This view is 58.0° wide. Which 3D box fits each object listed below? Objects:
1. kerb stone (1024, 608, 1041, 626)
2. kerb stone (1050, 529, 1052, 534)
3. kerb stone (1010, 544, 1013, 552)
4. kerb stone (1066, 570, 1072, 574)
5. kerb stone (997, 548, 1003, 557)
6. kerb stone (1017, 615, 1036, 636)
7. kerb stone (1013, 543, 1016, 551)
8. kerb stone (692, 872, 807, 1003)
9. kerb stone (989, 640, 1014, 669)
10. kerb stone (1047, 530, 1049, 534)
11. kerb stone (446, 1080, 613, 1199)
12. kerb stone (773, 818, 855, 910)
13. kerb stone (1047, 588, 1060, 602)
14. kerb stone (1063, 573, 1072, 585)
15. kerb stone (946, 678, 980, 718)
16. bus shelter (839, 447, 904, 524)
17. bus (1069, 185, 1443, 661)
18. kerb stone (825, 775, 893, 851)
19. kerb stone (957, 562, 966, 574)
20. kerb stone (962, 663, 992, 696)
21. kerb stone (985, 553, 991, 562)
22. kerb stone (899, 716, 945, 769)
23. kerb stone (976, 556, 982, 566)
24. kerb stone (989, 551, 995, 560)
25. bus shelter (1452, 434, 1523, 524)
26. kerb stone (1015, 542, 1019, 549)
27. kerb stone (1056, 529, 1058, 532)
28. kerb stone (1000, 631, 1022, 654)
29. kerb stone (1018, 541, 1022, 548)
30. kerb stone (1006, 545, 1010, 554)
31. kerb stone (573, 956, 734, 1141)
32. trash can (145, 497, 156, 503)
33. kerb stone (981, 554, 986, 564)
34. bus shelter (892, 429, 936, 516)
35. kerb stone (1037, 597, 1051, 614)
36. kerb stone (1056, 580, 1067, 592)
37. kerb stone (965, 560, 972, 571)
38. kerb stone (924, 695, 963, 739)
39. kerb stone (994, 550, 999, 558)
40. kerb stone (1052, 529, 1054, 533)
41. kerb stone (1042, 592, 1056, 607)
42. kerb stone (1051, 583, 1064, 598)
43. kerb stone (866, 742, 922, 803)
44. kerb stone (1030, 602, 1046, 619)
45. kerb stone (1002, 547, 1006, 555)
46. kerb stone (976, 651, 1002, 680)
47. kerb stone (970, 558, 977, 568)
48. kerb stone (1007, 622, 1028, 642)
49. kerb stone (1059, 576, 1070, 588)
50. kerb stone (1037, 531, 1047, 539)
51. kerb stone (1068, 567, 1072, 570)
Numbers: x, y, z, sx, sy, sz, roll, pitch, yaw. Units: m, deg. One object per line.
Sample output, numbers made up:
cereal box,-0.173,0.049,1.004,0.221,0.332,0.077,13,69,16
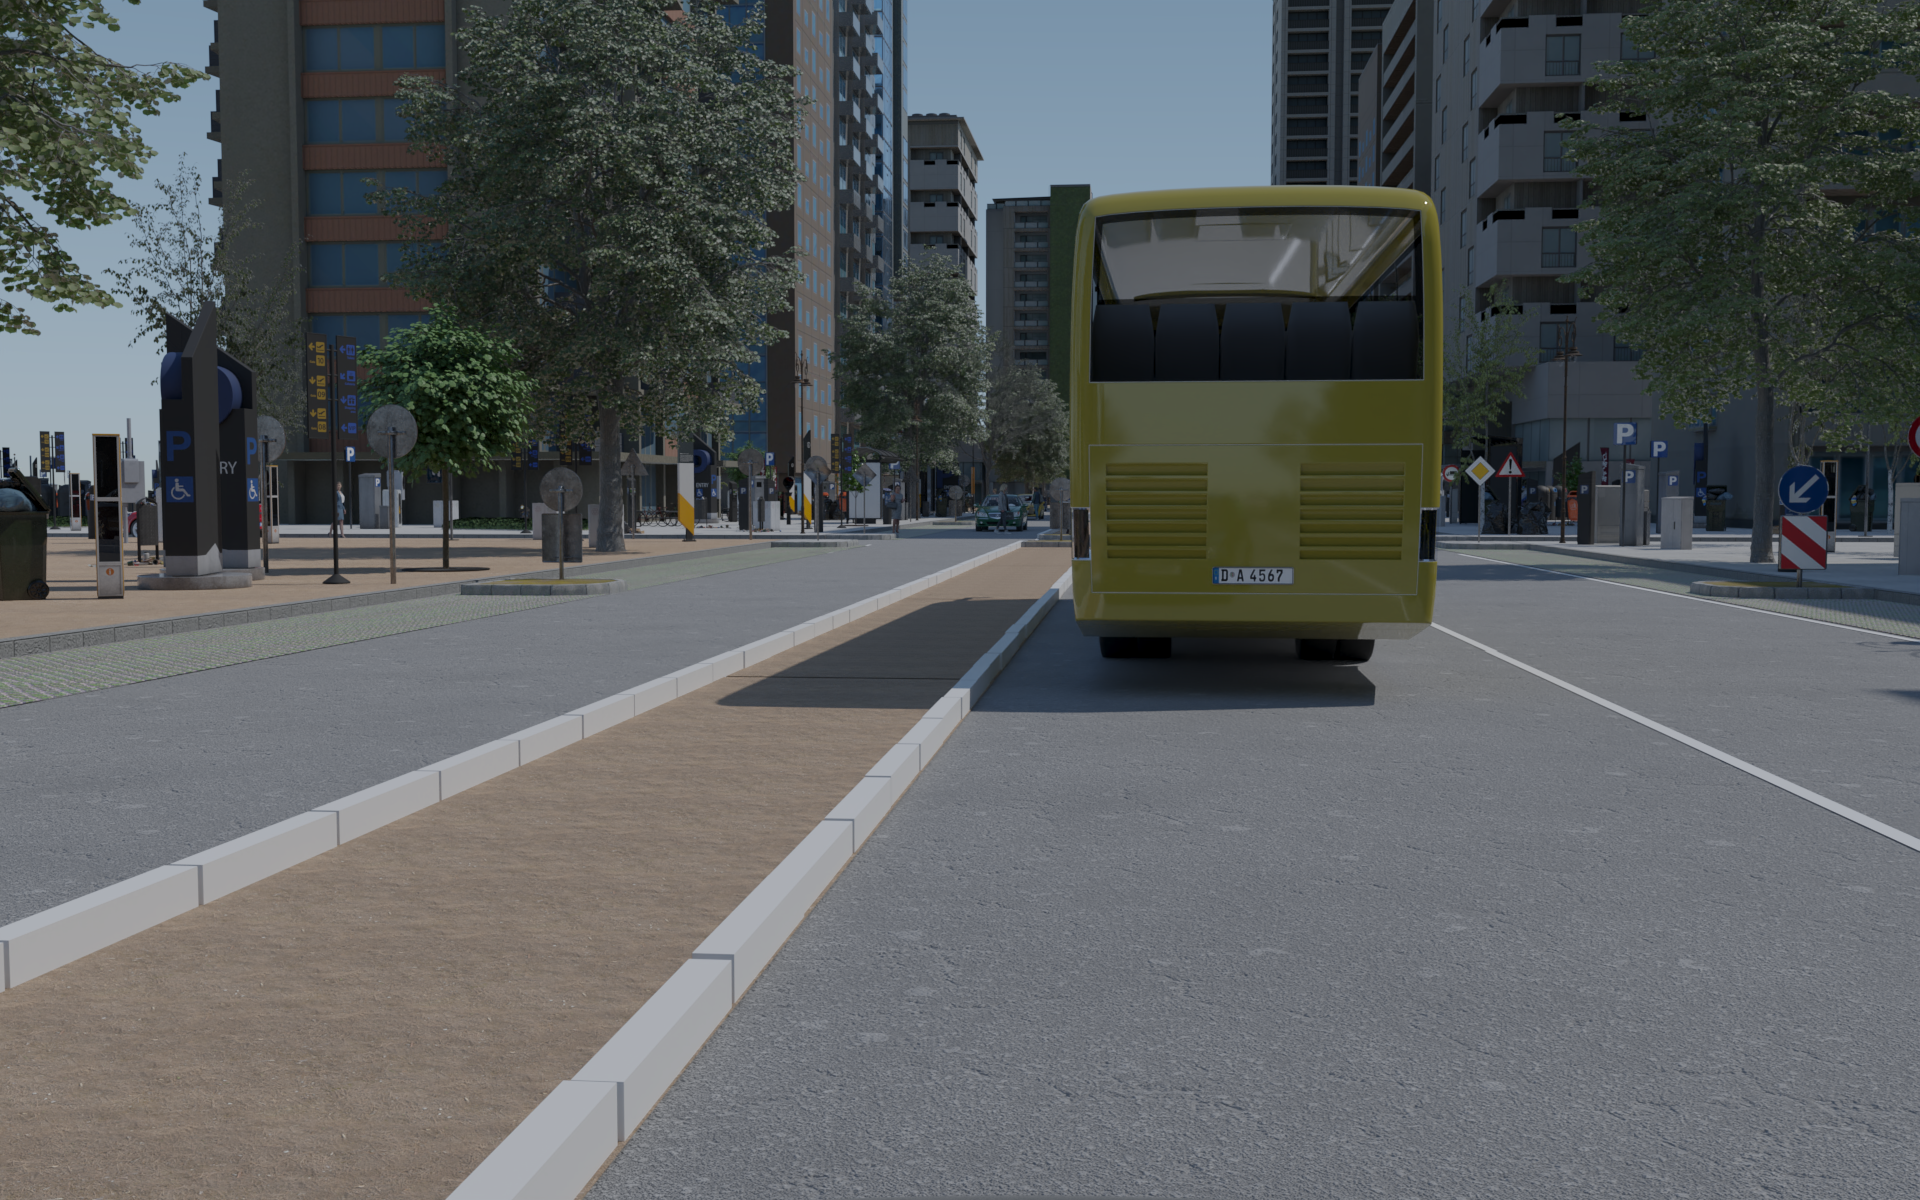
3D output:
kerb stone,0.755,0.221,18.588,0.120,0.150,1.000,0,4,6
kerb stone,3.021,-2.317,60.071,0.120,0.150,1.000,0,4,6
kerb stone,1.135,-1.214,42.180,0.120,0.150,1.000,0,4,6
kerb stone,1.728,-0.342,27.780,0.120,0.150,1.000,0,4,6
kerb stone,0.808,-1.036,39.131,0.120,0.150,1.000,0,4,6
kerb stone,0.649,0.283,17.564,0.120,0.150,1.000,0,4,6
kerb stone,1.245,-1.284,43.196,0.120,0.150,1.000,0,4,6
kerb stone,-0.637,1.032,5.337,0.120,0.150,1.000,0,4,6
kerb stone,0.330,0.471,14.502,0.120,0.150,1.000,0,4,6
kerb stone,2.805,-2.192,58.029,0.120,0.150,1.000,0,4,6
kerb stone,-0.860,1.156,3.290,0.120,0.150,1.000,0,4,6
kerb stone,-0.537,0.979,6.355,0.120,0.150,1.000,0,4,6
kerb stone,1.191,-0.026,22.668,0.120,0.150,1.000,0,4,6
kerb stone,1.621,-0.279,26.757,0.120,0.150,1.000,0,4,6
kerb stone,0.007,0.659,11.453,0.120,0.150,1.000,0,4,6
bus shelter,-3.859,-5.056,76.597,2.014,3.302,5.546,0,4,6
bus,2.744,-1.608,17.837,2.896,3.916,12.252,0,4,7
kerb stone,-0.426,0.911,7.370,0.120,0.150,1.000,0,4,6
kerb stone,-0.048,-0.534,30.967,0.120,0.150,1.000,0,4,6
kerb stone,0.111,0.597,12.470,0.120,0.150,1.000,0,4,6
kerb stone,0.485,-0.848,36.068,0.120,0.150,1.000,0,4,6
kerb stone,-0.209,0.782,9.404,0.120,0.150,1.000,0,4,6
kerb stone,0.273,-0.724,34.034,0.120,0.150,1.000,0,4,6
kerb stone,0.597,-0.911,37.091,0.120,0.150,1.000,0,4,6
bus shelter,21.412,-4.842,70.447,1.731,3.624,6.357,0,4,6
kerb stone,1.344,-1.347,44.223,0.120,0.150,1.000,0,4,6
kerb stone,3.446,-2.560,64.148,0.120,0.150,1.000,0,4,6
kerb stone,0.435,0.412,15.525,0.120,0.150,1.000,0,4,6
kerb stone,1.457,-1.409,45.239,0.120,0.150,1.000,0,4,6
kerb stone,1.025,-1.159,41.163,0.120,0.150,1.000,0,4,6
kerb stone,-0.744,1.101,4.305,0.120,0.150,1.000,0,4,6
trash can,-47.330,-5.489,101.395,0.748,1.137,0.748,0,3,0
kerb stone,0.380,-0.786,35.052,0.120,0.150,1.000,0,4,6
bus shelter,-2.628,-7.630,102.377,2.179,5.291,8.768,0,4,6
kerb stone,0.970,0.096,20.621,0.120,0.150,1.000,0,4,6
kerb stone,1.402,-0.153,24.719,0.120,0.150,1.000,0,4,6
kerb stone,0.057,-0.599,31.996,0.120,0.150,1.000,0,4,6
kerb stone,-0.107,0.719,10.433,0.120,0.150,1.000,0,4,6
kerb stone,0.696,-0.973,38.108,0.120,0.150,1.000,0,4,6
kerb stone,3.125,-2.378,61.092,0.120,0.150,1.000,0,4,6
kerb stone,1.080,0.035,21.648,0.120,0.150,1.000,0,4,6
kerb stone,1.302,-0.091,23.689,0.120,0.150,1.000,0,4,6
kerb stone,-0.321,0.845,8.388,0.120,0.150,1.000,0,4,6
kerb stone,0.858,0.158,19.605,0.120,0.150,1.000,0,4,6
kerb stone,0.916,-1.098,40.147,0.120,0.150,1.000,0,4,6
kerb stone,0.210,0.537,13.487,0.120,0.150,1.000,0,4,6
kerb stone,0.160,-0.662,33.013,0.120,0.150,1.000,0,4,6
kerb stone,0.530,0.345,16.549,0.120,0.150,1.000,0,4,6
kerb stone,1.512,-0.217,25.741,0.120,0.150,1.000,0,4,6
kerb stone,2.695,-2.129,57.012,0.120,0.150,1.000,0,4,6
kerb stone,1.843,-0.404,28.796,0.120,0.150,1.000,0,4,6
